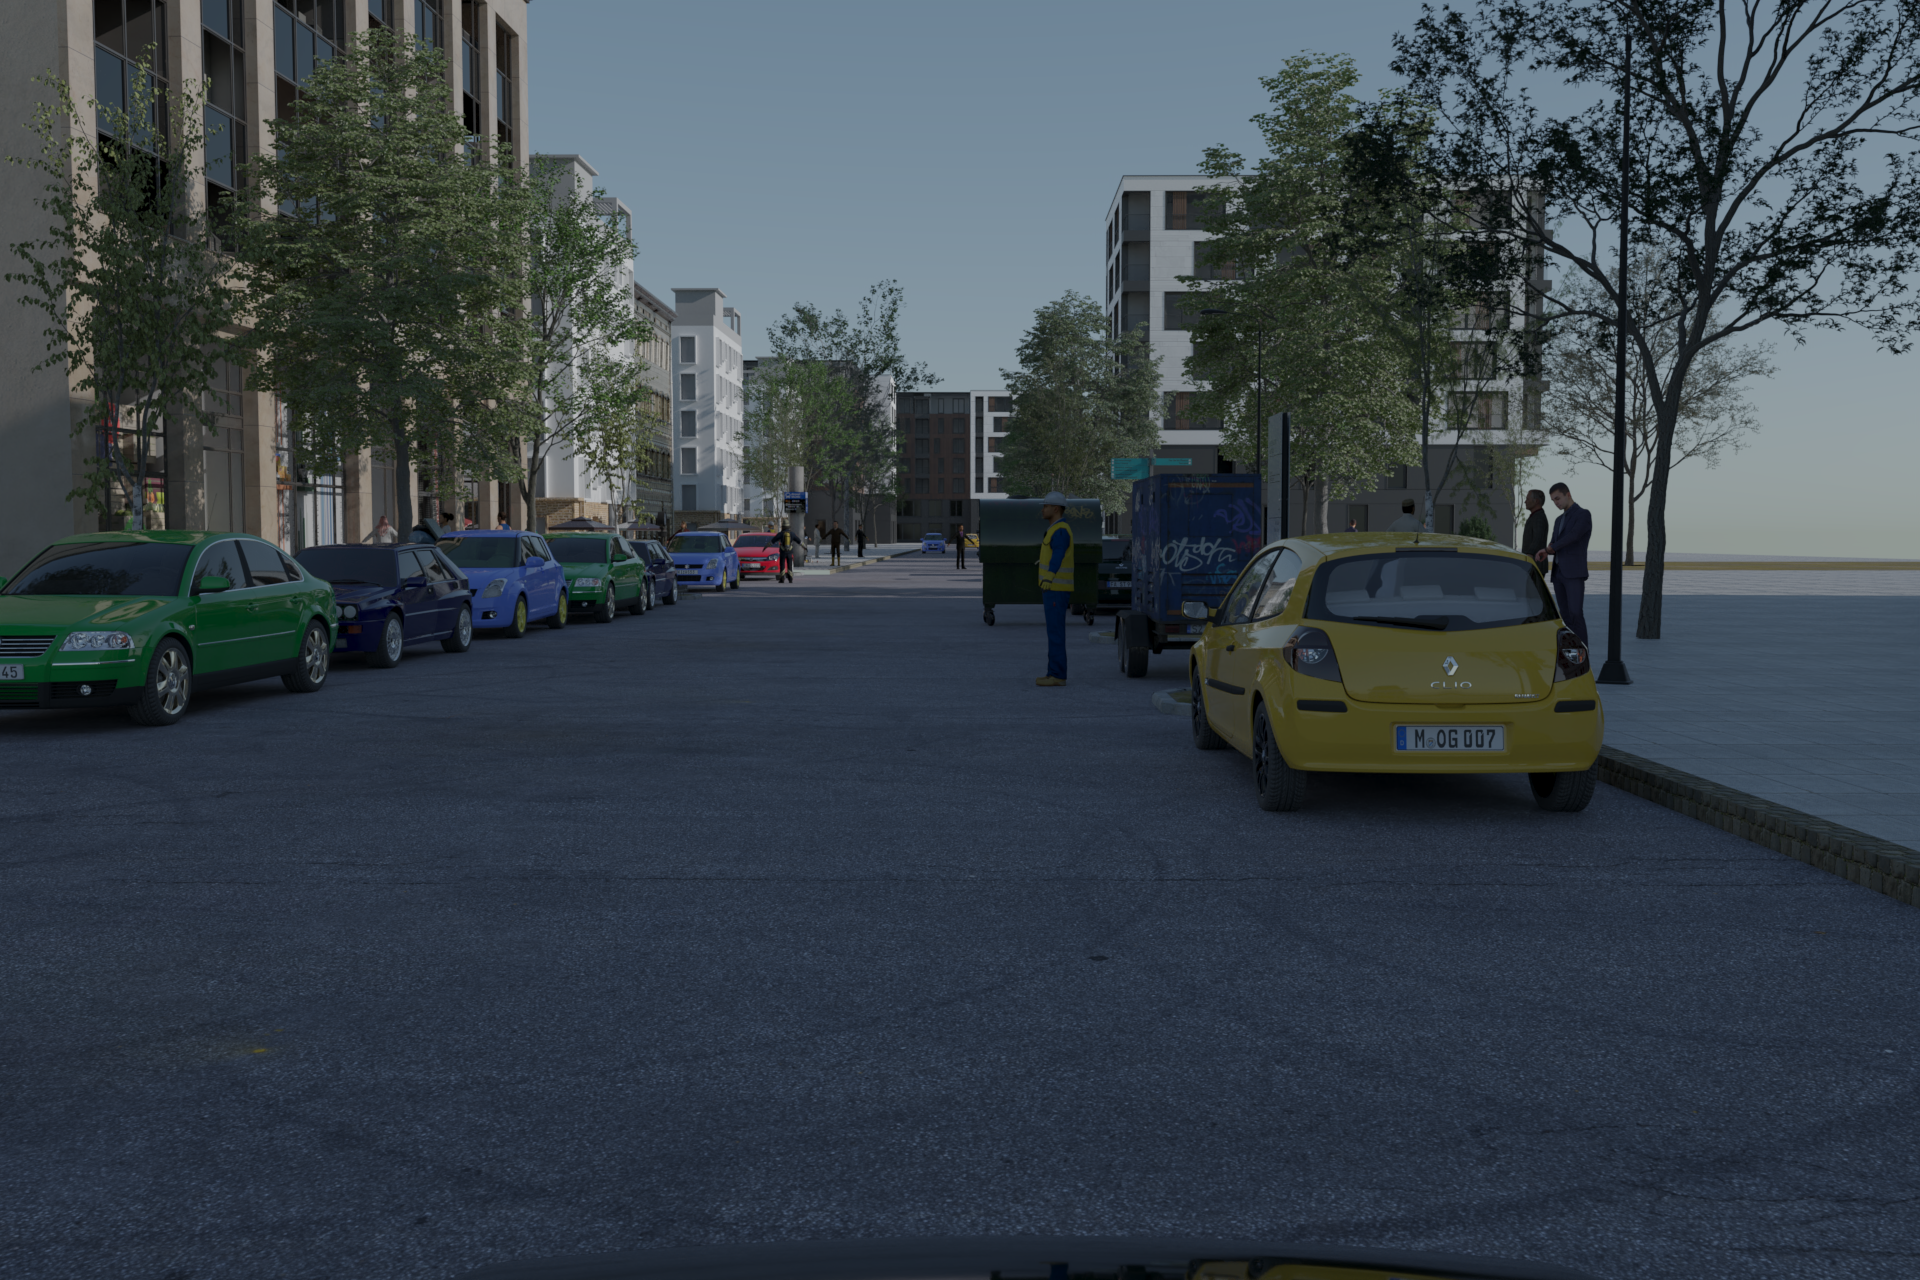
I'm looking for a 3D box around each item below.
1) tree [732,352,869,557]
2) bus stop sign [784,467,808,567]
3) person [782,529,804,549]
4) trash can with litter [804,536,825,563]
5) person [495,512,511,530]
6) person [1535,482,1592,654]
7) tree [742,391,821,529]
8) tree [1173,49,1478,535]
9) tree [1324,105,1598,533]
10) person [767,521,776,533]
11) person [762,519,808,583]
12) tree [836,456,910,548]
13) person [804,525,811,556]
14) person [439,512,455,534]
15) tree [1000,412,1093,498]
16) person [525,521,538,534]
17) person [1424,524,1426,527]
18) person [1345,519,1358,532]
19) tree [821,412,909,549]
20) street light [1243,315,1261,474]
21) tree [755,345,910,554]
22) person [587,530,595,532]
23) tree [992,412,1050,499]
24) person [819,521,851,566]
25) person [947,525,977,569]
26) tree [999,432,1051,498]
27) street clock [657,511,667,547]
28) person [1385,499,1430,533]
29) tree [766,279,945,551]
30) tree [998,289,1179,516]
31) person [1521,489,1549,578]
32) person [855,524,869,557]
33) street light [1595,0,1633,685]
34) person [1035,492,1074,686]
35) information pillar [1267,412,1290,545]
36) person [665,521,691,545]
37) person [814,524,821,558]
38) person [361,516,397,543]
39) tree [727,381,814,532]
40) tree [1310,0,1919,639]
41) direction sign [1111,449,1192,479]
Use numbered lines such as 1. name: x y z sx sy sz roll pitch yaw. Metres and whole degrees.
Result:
1. tree: -9.002 -10.539 98.075 9.928 11.665 9.643 0 3 0
2. bus stop sign: -6.415 -4.815 67.747 0.837 3.901 0.837 0 4 0
3. person: -5.806 -2.985 57.383 1.348 1.813 0.705 0 4 4
4. trash can with litter: -6.861 -4.102 78.122 1.678 1.210 2.233 0 4 2
5. person: -10.870 -2.133 41.040 0.704 1.807 1.345 1 4 22
6. person: 5.626 -0.593 16.191 0.568 1.767 0.683 -1 4 -15
7. tree: -8.712 -8.470 88.847 4.360 8.622 3.978 0 3 0
8. tree: 8.770 -7.549 41.554 7.486 12.596 7.792 0 3 0
9. tree: 8.018 -4.882 30.191 4.360 8.622 3.978 0 3 0
10. person: -7.344 -3.671 66.481 0.721 1.772 1.216 2 4 26
11. person: -5.087 -2.587 50.540 1.354 1.856 0.705 -1 4 -16
12. tree: -8.224 -13.928 162.134 7.601 10.594 8.767 0 4 -2
13. person: -9.125 -5.806 101.110 0.705 1.806 1.347 -2 4 -35
14. person: -10.904 -1.810 36.371 0.721 1.739 1.217 -2 4 -28
15. tree: 7.008 -12.935 137.237 9.928 11.665 9.643 0 3 0
16. person: -15.610 -3.462 62.735 0.704 1.817 1.347 2 4 27
17. person: 11.923 -2.361 45.455 0.742 1.727 0.445 2 4 23
18. person: 11.277 -2.621 49.814 0.530 1.710 0.541 -1 4 -20
19. tree: -8.156 -13.469 145.979 9.928 11.665 9.643 0 3 0
20. street light: 6.719 -3.870 35.814 1.470 5.913 1.316 0 4 1
21. tree: -8.075 -12.314 111.708 12.009 13.543 11.850 0 3 0
22. person: -17.402 -4.573 81.487 1.216 1.740 0.721 -3 4 -39
23. tree: 7.729 -15.750 164.174 9.857 13.997 8.962 0 3 0
24. person: -4.999 -3.879 69.558 1.346 1.812 0.704 1 4 14
25. person: 0.043 -3.790 70.650 1.346 1.802 0.704 -2 4 -29
26. tree: 7.220 -13.673 149.316 9.928 11.665 9.643 0 3 0
27. street clock: -9.517 -3.108 55.384 0.358 2.002 0.471 0 4 1
28. person: 6.833 -1.240 26.367 0.704 1.819 1.344 -3 5 -43
29. tree: -6.938 -16.602 127.337 12.611 20.169 13.585 0 3 0
30. tree: 6.552 -11.198 89.749 9.857 13.997 8.962 0 3 0
31. person: 6.727 -0.868 20.364 0.705 1.807 1.348 1 4 17
32. person: -5.447 -5.461 95.215 0.705 1.837 1.347 2 4 29
33. street light: 6.167 -2.579 14.711 1.470 5.913 1.316 0 4 1
34. person: 0.874 -0.489 16.430 0.705 1.833 1.349 0 4 2
35. information pillar: 6.277 -2.621 34.166 0.184 3.620 1.656 0 4 1
36. person: -9.530 -3.228 59.589 1.215 1.729 0.721 0 4 4
37. person: -7.583 -5.271 92.367 0.705 1.806 1.347 -1 4 -15
38. person: -16.581 -2.674 49.860 1.347 1.811 0.704 -1 4 -18
39. tree: -8.555 -8.092 82.671 4.360 8.622 3.978 0 3 0
40. tree: 8.327 -5.273 20.625 8.767 10.594 7.601 1 4 18
41. direction sign: 5.998 -3.981 53.858 2.525 3.948 1.411 0 4 0
